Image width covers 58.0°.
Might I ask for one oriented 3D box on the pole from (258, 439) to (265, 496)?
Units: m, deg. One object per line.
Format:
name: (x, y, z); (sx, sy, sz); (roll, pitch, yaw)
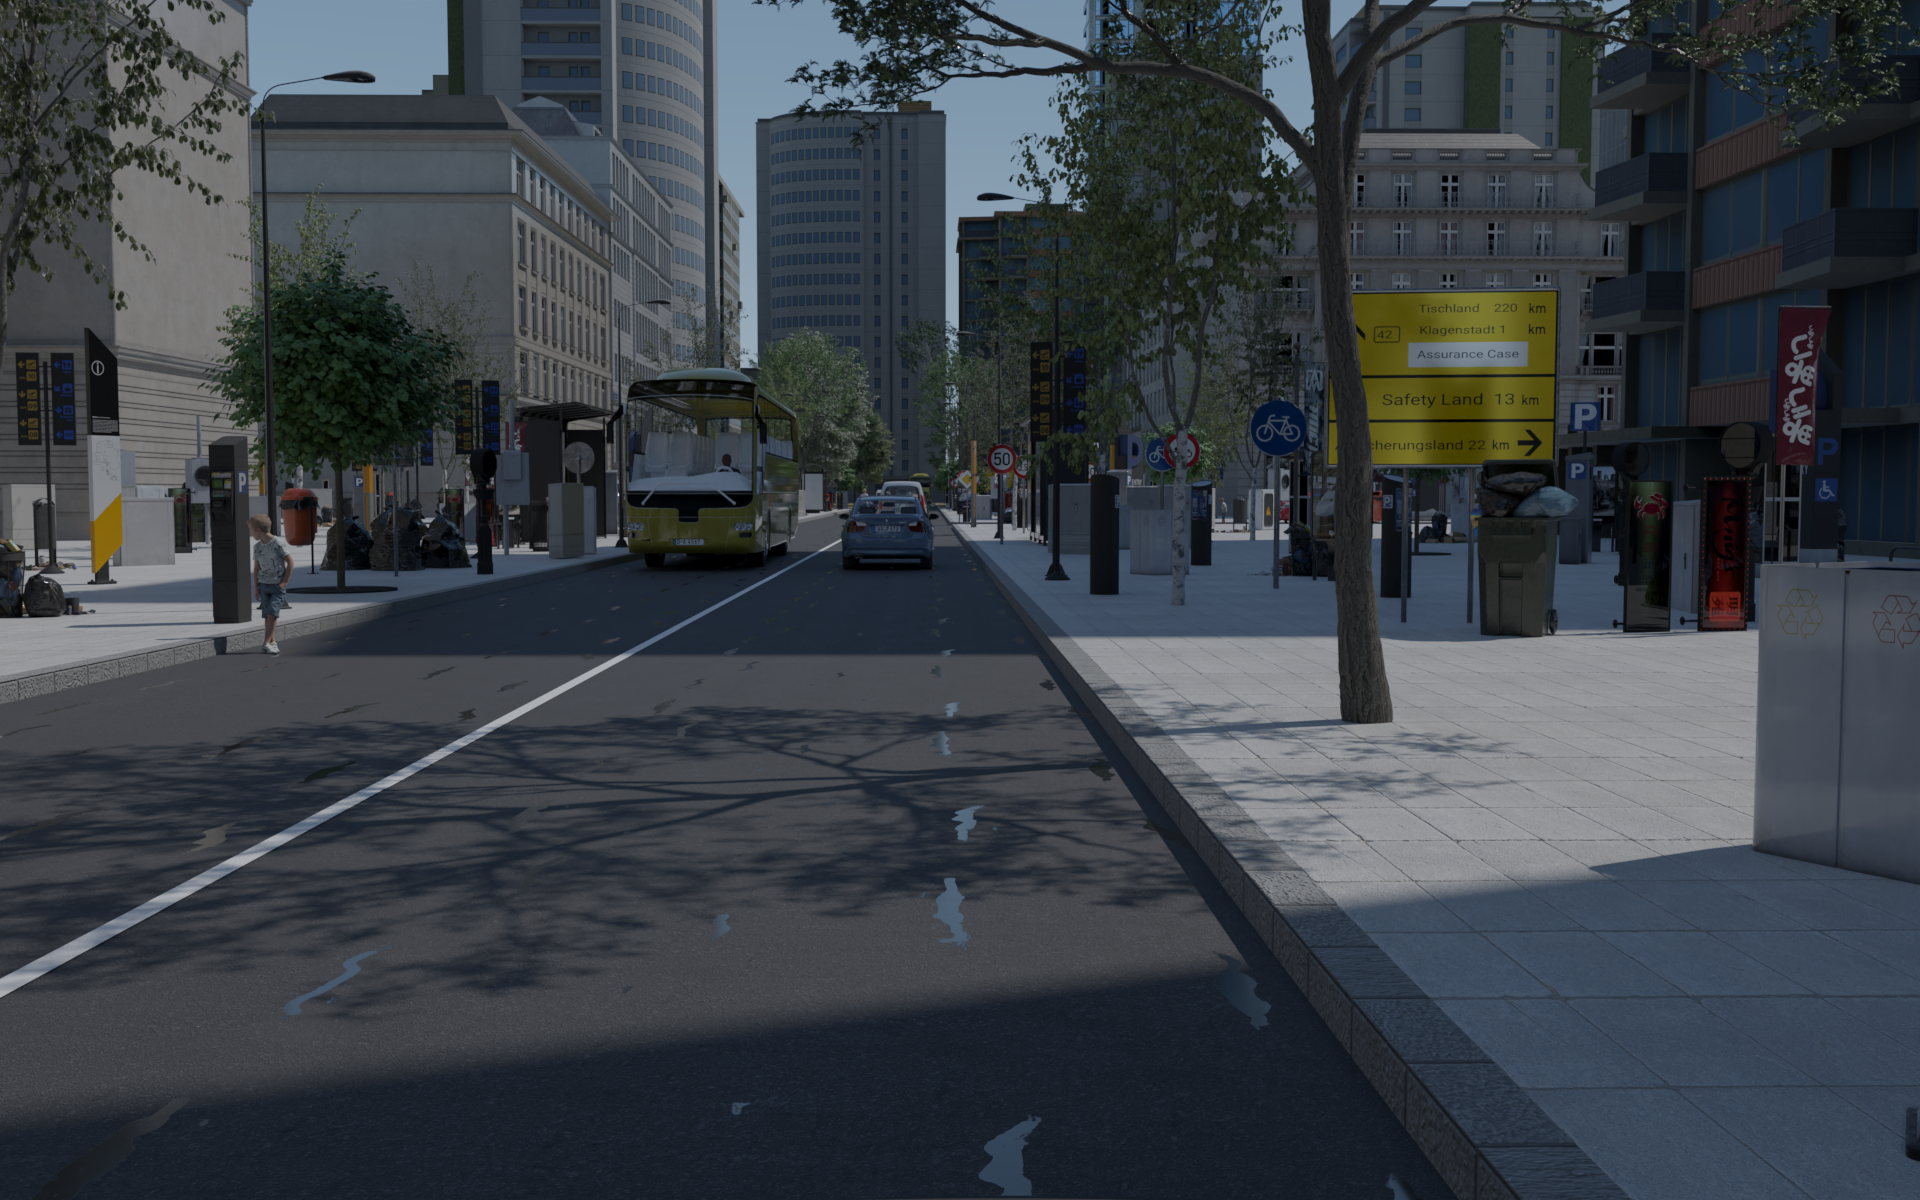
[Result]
pole: (-25.955, -4.315, 64.396); (0.158, 3.312, 0.155); (0, 3, 0)

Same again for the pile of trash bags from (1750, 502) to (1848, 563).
pile of trash bags: (15.358, -1.363, 32.033); (1.912, 1.369, 3.447); (2, 4, 23)

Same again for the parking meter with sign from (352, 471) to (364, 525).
parking meter with sign: (-21.521, -4.018, 61.950); (0.543, 3.016, 1.738); (-1, 4, -21)

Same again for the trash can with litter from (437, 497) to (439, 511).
trash can with litter: (-23.561, -4.169, 79.557); (1.055, 1.170, 0.624); (3, 5, 41)

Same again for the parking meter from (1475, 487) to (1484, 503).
parking meter: (19.296, -3.424, 64.391); (0.372, 1.533, 0.369); (0, 3, 0)

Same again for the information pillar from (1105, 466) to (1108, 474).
information pillar: (11.613, -8.930, 137.354); (0.183, 3.616, 0.504); (-2, 4, -30)

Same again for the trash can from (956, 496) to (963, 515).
trash can: (0.100, -5.904, 108.186); (0.748, 1.137, 0.748); (0, 3, 0)

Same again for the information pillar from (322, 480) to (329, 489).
information pillar: (-32.777, -5.200, 89.511); (0.304, 2.012, 0.304); (-2, 4, -25)

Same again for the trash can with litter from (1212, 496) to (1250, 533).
trash can with litter: (8.946, -2.853, 57.700); (2.233, 1.210, 1.678); (-2, 4, -24)

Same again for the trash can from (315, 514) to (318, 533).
trash can: (-20.378, -2.592, 54.040); (0.748, 1.137, 0.748); (0, 3, 0)

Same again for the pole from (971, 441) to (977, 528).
pole: (0.523, -4.433, 66.321); (0.158, 3.312, 0.155); (0, 3, 0)

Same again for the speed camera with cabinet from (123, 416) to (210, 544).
speed camera with cabinet: (-19.688, -2.999, 43.377); (2.038, 3.252, 0.660); (-3, 5, -41)

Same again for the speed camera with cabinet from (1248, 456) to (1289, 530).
speed camera with cabinet: (11.073, -4.135, 61.938); (0.660, 3.252, 2.038); (3, 4, 39)

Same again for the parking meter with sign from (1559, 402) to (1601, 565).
parking meter with sign: (11.487, -2.197, 32.184); (0.543, 3.016, 1.738); (2, 4, 27)

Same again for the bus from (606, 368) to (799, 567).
bus: (-5.125, -2.805, 37.403); (2.896, 3.916, 12.252); (0, 4, -2)

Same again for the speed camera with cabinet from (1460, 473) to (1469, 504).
speed camera with cabinet: (33.518, -7.456, 116.240); (0.660, 3.252, 2.038); (-2, 4, -28)

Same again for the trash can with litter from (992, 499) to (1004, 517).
trash can with litter: (3.093, -5.474, 100.560); (2.233, 1.210, 1.678); (1, 4, 21)

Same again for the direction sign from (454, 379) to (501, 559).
direction sign: (-9.574, -2.595, 34.426); (0.876, 3.537, 0.379); (-2, 4, -27)

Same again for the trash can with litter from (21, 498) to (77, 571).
trash can with litter: (-15.835, -1.117, 29.323); (1.678, 1.210, 2.233); (0, 4, 5)

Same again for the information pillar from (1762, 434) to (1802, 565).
information pillar: (10.063, -1.022, 21.202); (0.304, 2.012, 0.304); (-1, 4, -19)

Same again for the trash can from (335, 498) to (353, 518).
trash can: (-24.804, -3.552, 69.732); (0.748, 1.137, 0.748); (0, 3, 0)

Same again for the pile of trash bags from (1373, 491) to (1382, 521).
pile of trash bags: (12.025, -2.700, 53.899); (1.912, 1.369, 3.447); (-2, 4, -33)

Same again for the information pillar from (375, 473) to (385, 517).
information pillar: (-20.466, -3.463, 61.113); (0.304, 2.012, 0.304); (-1, 4, -15)

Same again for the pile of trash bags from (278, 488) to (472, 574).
pile of trash bags: (-9.974, -1.185, 29.120); (1.912, 1.369, 3.447); (2, 4, 26)

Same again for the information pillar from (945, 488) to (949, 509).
information pillar: (-1.105, -9.053, 152.500); (0.304, 2.012, 0.304); (1, 4, 12)

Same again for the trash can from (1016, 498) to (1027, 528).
trash can: (2.353, -3.282, 65.315); (0.748, 1.137, 0.748); (0, 3, 0)

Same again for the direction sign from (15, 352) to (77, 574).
direction sign: (-14.639, -2.190, 27.808); (0.876, 3.537, 0.379); (0, 4, -7)

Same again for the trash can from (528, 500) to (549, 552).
trash can: (-9.317, -1.652, 38.668); (0.748, 1.137, 0.748); (0, 3, 0)

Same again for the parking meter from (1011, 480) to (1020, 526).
parking meter: (2.231, -3.912, 69.670); (0.255, 1.863, 0.399); (-1, 4, -13)

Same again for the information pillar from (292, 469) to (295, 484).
information pillar: (-34.640, -6.033, 89.998); (0.183, 3.616, 0.504); (-1, 4, -14)

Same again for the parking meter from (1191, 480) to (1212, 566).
parking meter: (4.339, -1.390, 31.132); (0.372, 1.533, 0.369); (0, 3, 0)

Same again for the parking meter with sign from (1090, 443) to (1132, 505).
parking meter with sign: (4.969, -3.535, 54.054); (1.738, 3.016, 0.543); (2, 4, 27)

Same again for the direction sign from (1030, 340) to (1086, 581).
direction sign: (1.455, -2.064, 25.750); (0.876, 3.537, 0.379); (2, 4, 24)

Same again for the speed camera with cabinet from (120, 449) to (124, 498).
speed camera with cabinet: (-29.718, -4.080, 61.049); (0.660, 3.252, 2.038); (3, 5, 42)

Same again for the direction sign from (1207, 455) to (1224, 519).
direction sign: (13.407, -6.054, 90.987); (0.876, 3.537, 0.379); (2, 4, 27)

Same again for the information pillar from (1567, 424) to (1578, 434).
information pillar: (20.472, -4.063, 57.790); (0.504, 3.616, 0.183); (0, 4, 1)

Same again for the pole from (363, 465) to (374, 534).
pole: (-12.987, -2.701, 37.997); (0.158, 3.312, 0.155); (0, 3, 0)

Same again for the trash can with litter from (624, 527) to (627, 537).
trash can with litter: (-9.582, -2.451, 51.464); (1.055, 1.170, 0.624); (-1, 4, -12)

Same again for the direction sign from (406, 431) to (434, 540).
direction sign: (-15.025, -3.422, 47.948); (0.876, 3.537, 0.379); (-1, 4, -12)

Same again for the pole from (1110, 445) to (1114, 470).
pole: (6.337, -4.780, 71.997); (0.158, 3.312, 0.155); (0, 3, 0)

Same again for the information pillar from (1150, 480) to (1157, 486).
information pillar: (10.410, -5.426, 93.204); (0.304, 2.012, 0.304); (-2, 4, -25)

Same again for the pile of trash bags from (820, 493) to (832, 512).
pile of trash bags: (-10.380, -7.274, 128.684); (1.912, 1.369, 3.447); (1, 4, 13)

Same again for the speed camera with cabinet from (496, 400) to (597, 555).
speed camera with cabinet: (-8.753, -2.588, 36.653); (2.038, 3.252, 0.660); (-1, 4, -13)

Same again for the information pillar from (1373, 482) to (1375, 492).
information pillar: (13.490, -4.035, 57.334); (0.504, 3.616, 0.183); (0, 4, 0)

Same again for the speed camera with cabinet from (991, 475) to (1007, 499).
speed camera with cabinet: (2.361, -5.610, 86.063); (0.660, 3.252, 2.038); (3, 5, 40)

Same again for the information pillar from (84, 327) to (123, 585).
information pillar: (-12.162, -2.033, 24.590); (0.183, 3.616, 0.504); (2, 4, 24)

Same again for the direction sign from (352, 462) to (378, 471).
direction sign: (-20.405, -4.122, 59.388); (0.876, 3.537, 0.379); (0, 4, 0)

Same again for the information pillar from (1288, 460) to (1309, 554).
information pillar: (7.266, -1.998, 37.161); (0.304, 2.012, 0.304); (-2, 4, -31)

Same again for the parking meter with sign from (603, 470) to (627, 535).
parking meter with sign: (-11.193, -3.589, 54.937); (1.738, 3.016, 0.543); (-1, 4, -9)

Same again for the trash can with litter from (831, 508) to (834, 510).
trash can with litter: (-10.811, -7.737, 137.553); (2.233, 1.210, 1.678); (3, 4, 39)

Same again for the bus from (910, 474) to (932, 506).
bus: (-4.735, -13.210, 207.526); (2.896, 3.916, 12.252); (0, 4, -1)

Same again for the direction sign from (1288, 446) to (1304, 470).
direction sign: (16.042, -5.526, 82.345); (0.876, 3.537, 0.379); (1, 4, 11)
